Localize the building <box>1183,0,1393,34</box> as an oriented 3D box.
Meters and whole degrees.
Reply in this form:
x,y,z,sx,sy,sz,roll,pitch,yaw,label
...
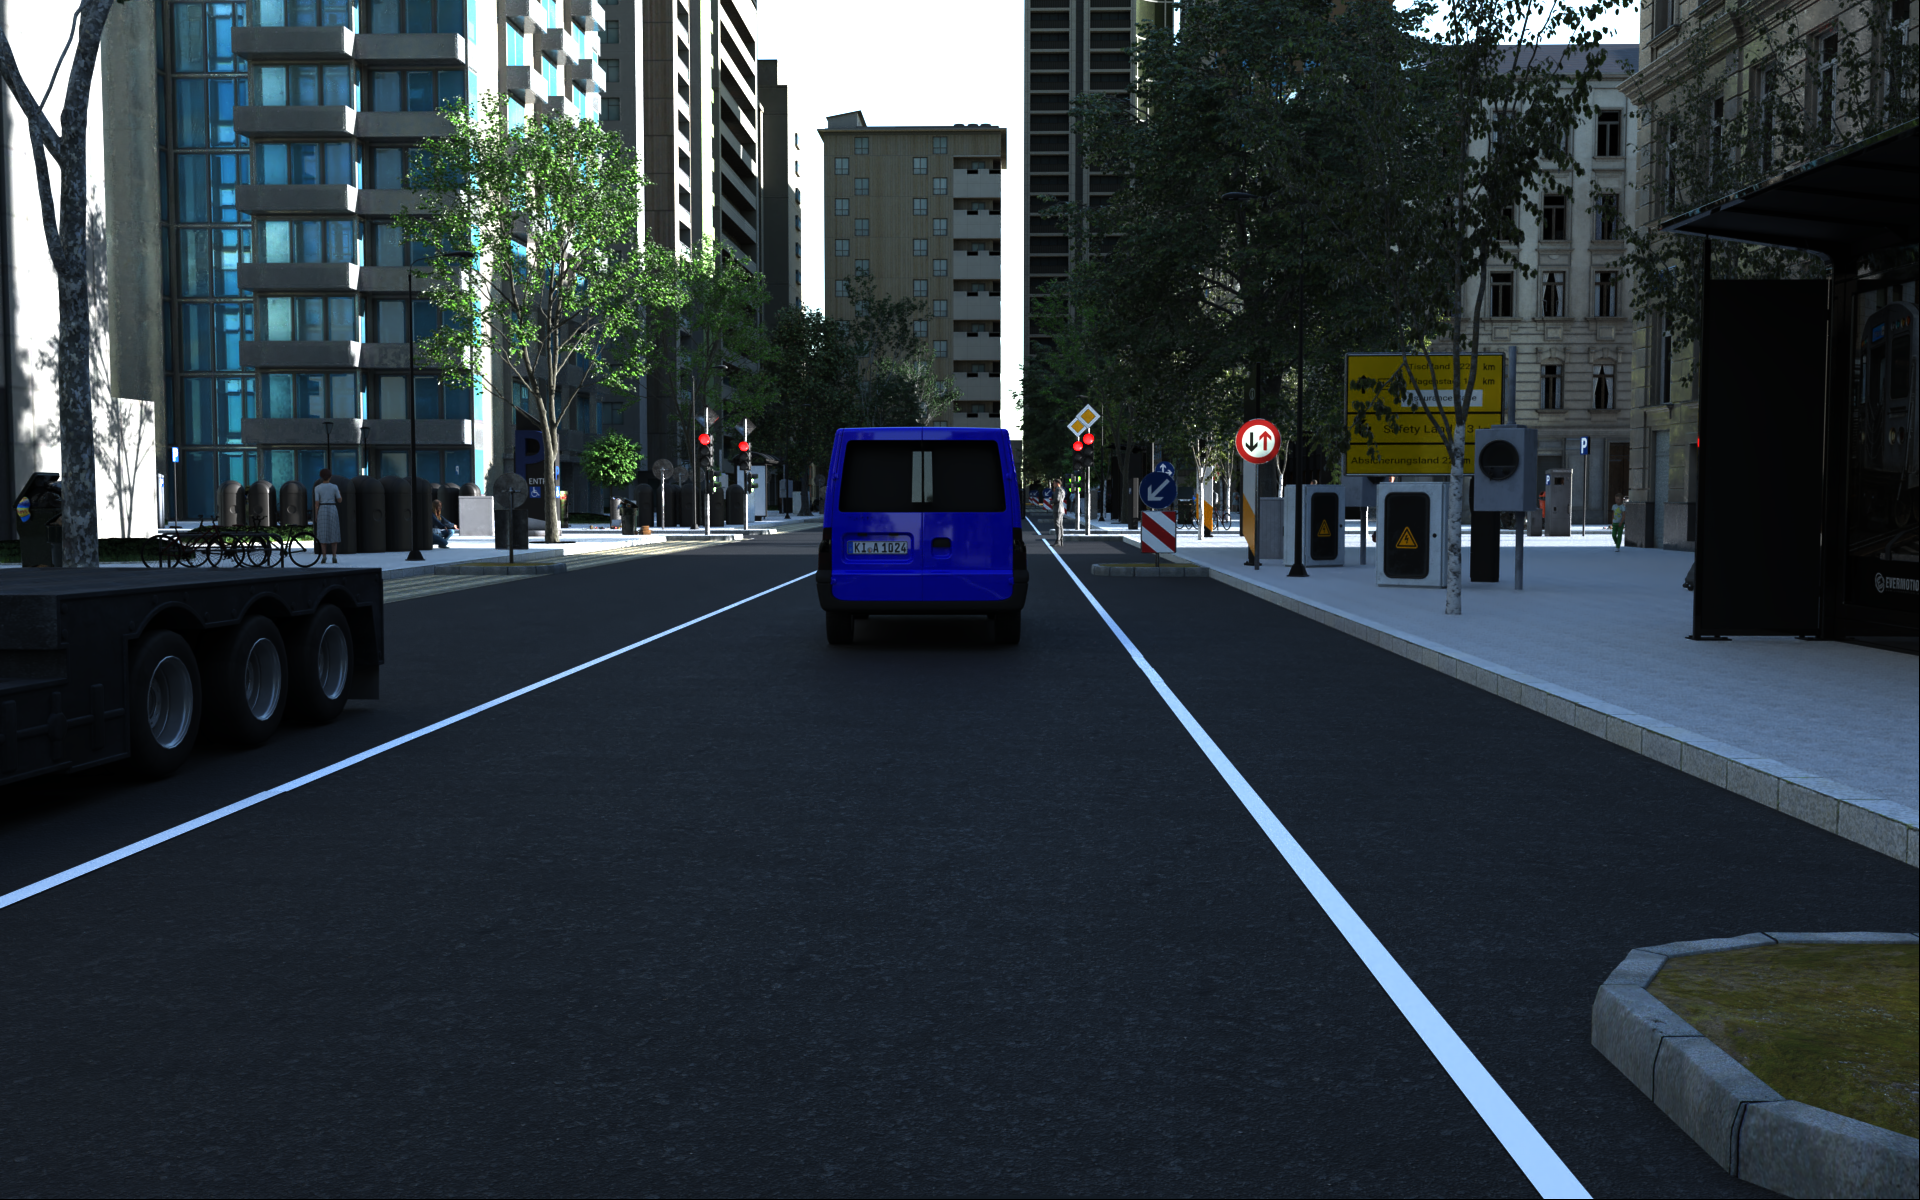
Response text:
x,y,z,sx,sy,sz,roll,pitch,yaw,label
31.186,-45.100,175.643,20.563,71.187,20.611,0,4,2,building

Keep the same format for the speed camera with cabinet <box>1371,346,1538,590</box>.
x,y,z,sx,sy,sz,roll,pitch,yaw,label
6.723,-1.784,23.507,2.038,3.252,0.660,3,4,36,speed camera with cabinet

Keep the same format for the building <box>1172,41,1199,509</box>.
x,y,z,sx,sy,sz,roll,pitch,yaw,label
26.554,-29.099,159.362,14.154,41.232,14.086,0,4,2,building

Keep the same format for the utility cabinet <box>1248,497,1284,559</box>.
x,y,z,sx,sy,sz,roll,pitch,yaw,label
6.228,-1.412,34.245,1.020,1.237,0.306,1,4,16,utility cabinet

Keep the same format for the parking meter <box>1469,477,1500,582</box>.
x,y,z,sx,sy,sz,roll,pitch,yaw,label
7.669,-1.199,25.313,0.399,1.863,0.255,3,4,38,parking meter

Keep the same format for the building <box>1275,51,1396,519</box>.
x,y,z,sx,sy,sz,roll,pitch,yaw,label
24.592,-16.200,94.544,12.332,23.373,15.834,0,4,2,building

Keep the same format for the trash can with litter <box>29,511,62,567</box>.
x,y,z,sx,sy,sz,roll,pitch,yaw,label
-12.596,-0.772,24.014,1.055,1.170,0.624,0,4,-1,trash can with litter

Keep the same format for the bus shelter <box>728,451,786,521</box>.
x,y,z,sx,sy,sz,roll,pitch,yaw,label
-9.830,-5.528,84.314,2.014,3.302,5.546,0,4,2,bus shelter

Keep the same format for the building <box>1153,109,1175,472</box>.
x,y,z,sx,sy,sz,roll,pitch,yaw,label
28.998,-33.258,193.872,14.600,45.320,14.200,0,4,2,building

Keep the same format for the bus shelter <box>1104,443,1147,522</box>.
x,y,z,sx,sy,sz,roll,pitch,yaw,label
7.865,-5.574,82.420,1.731,3.624,6.357,0,4,2,bus shelter

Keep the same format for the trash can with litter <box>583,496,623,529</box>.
x,y,z,sx,sy,sz,roll,pitch,yaw,label
-13.000,-3.211,63.556,2.233,1.210,1.678,-3,5,-43,trash can with litter

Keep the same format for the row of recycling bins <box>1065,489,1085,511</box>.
x,y,z,sx,sy,sz,roll,pitch,yaw,label
8.580,-7.370,127.619,1.069,1.692,3.534,-1,4,-16,row of recycling bins

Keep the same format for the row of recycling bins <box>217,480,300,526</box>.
x,y,z,sx,sy,sz,roll,pitch,yaw,label
-20.572,-2.768,52.363,3.534,1.692,1.069,-1,4,-13,row of recycling bins

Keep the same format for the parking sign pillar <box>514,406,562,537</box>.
x,y,z,sx,sy,sz,roll,pitch,yaw,label
-12.887,-3.930,52.734,1.447,3.967,1.447,0,4,5,parking sign pillar

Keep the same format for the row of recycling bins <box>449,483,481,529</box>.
x,y,z,sx,sy,sz,roll,pitch,yaw,label
-18.952,-3.456,63.611,3.534,1.692,1.069,2,4,32,row of recycling bins

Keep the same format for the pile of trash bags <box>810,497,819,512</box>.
x,y,z,sx,sy,sz,roll,pitch,yaw,label
-9.871,-7.265,128.539,3.447,1.369,1.912,-3,4,-38,pile of trash bags

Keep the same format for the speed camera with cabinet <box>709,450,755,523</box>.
x,y,z,sx,sy,sz,roll,pitch,yaw,label
-10.219,-5.095,77.643,2.038,3.252,0.660,-3,4,-38,speed camera with cabinet

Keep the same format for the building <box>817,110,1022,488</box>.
x,y,z,sx,sy,sz,roll,pitch,yaw,label
-4.943,-40.172,246.050,27.495,52.752,28.713,0,4,2,building

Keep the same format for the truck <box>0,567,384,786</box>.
x,y,z,sx,sy,sz,roll,pitch,yaw,label
-5.335,-0.760,2.190,2.967,4.110,18.799,0,4,2,truck

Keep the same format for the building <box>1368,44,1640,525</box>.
x,y,z,sx,sy,sz,roll,pitch,yaw,label
28.067,-13.903,76.460,18.267,20.994,9.793,0,4,2,building

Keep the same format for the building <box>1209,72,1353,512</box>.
x,y,z,sx,sy,sz,roll,pitch,yaw,label
28.725,-19.252,119.292,19.350,26.468,34.151,0,4,2,building

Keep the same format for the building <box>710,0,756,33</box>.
x,y,z,sx,sy,sz,roll,pitch,yaw,label
-29.392,-32.070,148.046,21.300,48.544,21.600,0,4,2,building

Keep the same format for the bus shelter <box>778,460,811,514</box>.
x,y,z,sx,sy,sz,roll,pitch,yaw,label
-11.024,-7.662,116.552,1.731,3.624,6.357,0,4,2,bus shelter

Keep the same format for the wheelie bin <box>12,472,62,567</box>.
x,y,z,sx,sy,sz,roll,pitch,yaw,label
-13.265,-1.059,25.216,0.693,1.594,0.980,0,4,3,wheelie bin

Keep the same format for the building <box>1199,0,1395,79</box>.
x,y,z,sx,sy,sz,roll,pitch,yaw,label
27.478,-30.225,144.282,14.600,45.320,14.200,0,4,2,building

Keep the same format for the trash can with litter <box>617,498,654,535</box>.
x,y,z,sx,sy,sz,roll,pitch,yaw,label
-10.210,-2.634,54.456,1.055,1.170,0.624,-3,4,-38,trash can with litter

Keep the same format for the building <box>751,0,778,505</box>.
x,y,z,sx,sy,sz,roll,pitch,yaw,label
-28.316,-44.697,169.041,20.563,71.187,20.611,0,4,2,building

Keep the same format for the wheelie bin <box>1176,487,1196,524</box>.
x,y,z,sx,sy,sz,roll,pitch,yaw,label
9.537,-4.008,73.434,0.980,1.594,0.693,1,4,13,wheelie bin

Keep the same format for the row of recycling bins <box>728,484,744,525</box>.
x,y,z,sx,sy,sz,roll,pitch,yaw,label
-10.762,-4.025,72.928,3.534,1.692,1.069,1,4,12,row of recycling bins

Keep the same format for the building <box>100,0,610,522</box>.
x,y,z,sx,sy,sz,roll,pitch,yaw,label
-31.777,-28.909,92.276,23.786,49.044,30.456,0,4,2,building

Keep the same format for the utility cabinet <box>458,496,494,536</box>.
x,y,z,sx,sy,sz,roll,pitch,yaw,label
-14.883,-2.577,53.301,1.020,1.237,0.306,-1,4,-10,utility cabinet

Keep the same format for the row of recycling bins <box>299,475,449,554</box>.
x,y,z,sx,sy,sz,roll,pitch,yaw,label
-12.923,-1.914,38.405,1.069,1.692,3.534,1,4,19,row of recycling bins

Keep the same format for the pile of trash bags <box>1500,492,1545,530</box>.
x,y,z,sx,sy,sz,roll,pitch,yaw,label
20.552,-3.200,62.077,1.912,1.369,3.447,0,4,0,pile of trash bags

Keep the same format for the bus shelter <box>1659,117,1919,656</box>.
x,y,z,sx,sy,sz,roll,pitch,yaw,label
6.867,-1.274,12.110,1.731,3.624,6.357,0,4,1,bus shelter

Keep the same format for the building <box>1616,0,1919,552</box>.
x,y,z,sx,sy,sz,roll,pitch,yaw,label
21.601,-14.199,29.417,12.463,27.353,25.104,0,4,2,building

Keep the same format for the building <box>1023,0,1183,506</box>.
x,y,z,sx,sy,sz,roll,pitch,yaw,label
19.120,-49.096,240.976,20.611,71.187,20.563,0,4,2,building

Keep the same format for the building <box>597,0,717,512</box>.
x,y,z,sx,sy,sz,roll,pitch,yaw,label
-25.511,-26.849,122.568,14.154,41.232,14.086,0,4,2,building

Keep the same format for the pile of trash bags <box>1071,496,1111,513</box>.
x,y,z,sx,sy,sz,roll,pitch,yaw,label
9.213,-6.609,117.805,3.447,1.369,1.912,-1,4,-18,pile of trash bags

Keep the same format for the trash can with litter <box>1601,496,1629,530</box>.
x,y,z,sx,sy,sz,roll,pitch,yaw,label
24.026,-3.194,63.272,2.233,1.210,1.678,-3,5,-41,trash can with litter

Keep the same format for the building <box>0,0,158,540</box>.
x,y,z,sx,sy,sz,roll,pitch,yaw,label
-31.932,-36.440,34.040,20.611,71.187,20.563,0,4,2,building

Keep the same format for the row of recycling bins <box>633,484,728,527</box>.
x,y,z,sx,sy,sz,roll,pitch,yaw,label
-11.018,-3.717,67.882,3.534,1.692,1.069,0,4,-5,row of recycling bins

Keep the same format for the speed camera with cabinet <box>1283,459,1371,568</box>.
x,y,z,sx,sy,sz,roll,pitch,yaw,label
6.709,-2.229,30.783,2.038,3.252,0.660,-2,4,-32,speed camera with cabinet

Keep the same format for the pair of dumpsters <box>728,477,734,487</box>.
x,y,z,sx,sy,sz,roll,pitch,yaw,label
-11.785,-5.338,89.771,1.574,2.255,4.437,0,4,1,pair of dumpsters

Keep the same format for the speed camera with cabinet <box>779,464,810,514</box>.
x,y,z,sx,sy,sz,roll,pitch,yaw,label
-10.475,-7.058,109.734,2.038,3.252,0.660,2,4,34,speed camera with cabinet

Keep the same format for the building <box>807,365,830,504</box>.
x,y,z,sx,sy,sz,roll,pitch,yaw,label
-33.970,-24.552,246.457,28.899,21.520,27.650,0,4,2,building

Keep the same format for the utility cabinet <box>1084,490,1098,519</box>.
x,y,z,sx,sy,sz,roll,pitch,yaw,label
6.606,-4.799,87.148,0.318,1.500,1.173,1,4,23,utility cabinet

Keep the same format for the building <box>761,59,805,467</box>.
x,y,z,sx,sy,sz,roll,pitch,yaw,label
-28.827,-34.711,191.223,21.600,48.544,21.300,0,4,2,building
